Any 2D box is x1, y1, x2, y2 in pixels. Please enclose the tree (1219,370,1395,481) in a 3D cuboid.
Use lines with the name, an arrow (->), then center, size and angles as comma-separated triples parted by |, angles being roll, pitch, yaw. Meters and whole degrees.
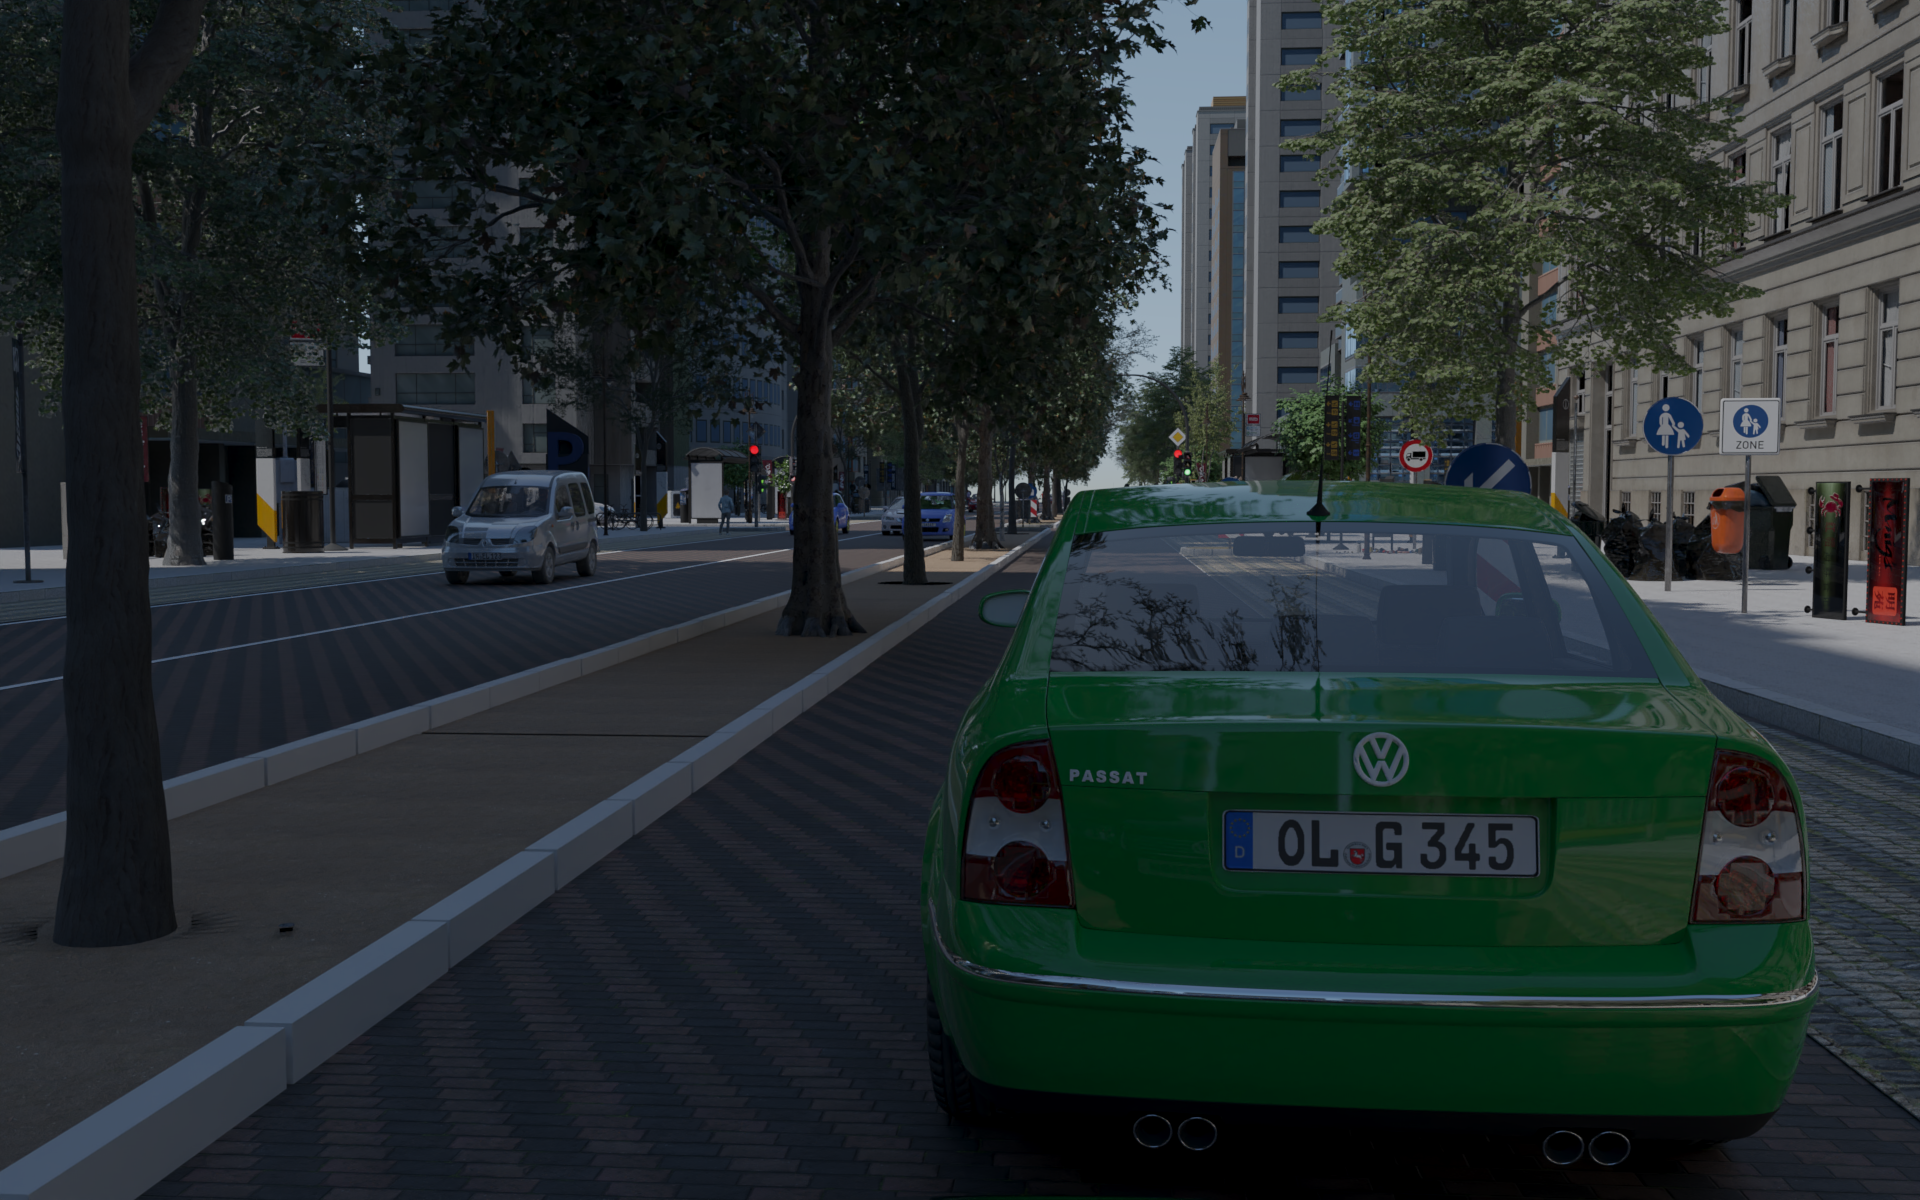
tree -> 9.886, -3.809, 45.999 | 4.285, 4.588, 4.351 | 0, 3, 0

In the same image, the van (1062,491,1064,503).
van -> 12.659, -13.194, 222.724 | 2.013, 2.044, 4.112 | 0, 4, 3

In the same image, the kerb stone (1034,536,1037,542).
kerb stone -> 2.058, -1.678, 49.639 | 0.120, 0.150, 1.000 | 0, 4, 5

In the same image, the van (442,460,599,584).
van -> -7.287, -1.339, 28.912 | 2.013, 2.044, 4.112 | 0, 4, 3

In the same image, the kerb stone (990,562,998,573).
kerb stone -> 0.552, -0.552, 31.257 | 0.120, 0.150, 1.000 | 0, 4, 5

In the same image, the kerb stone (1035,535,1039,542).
kerb stone -> 2.152, -1.741, 50.661 | 0.120, 0.150, 1.000 | 0, 4, 5

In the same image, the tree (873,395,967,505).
tree -> -4.518, -13.951, 146.220 | 7.486, 12.596, 7.792 | 0, 3, 0

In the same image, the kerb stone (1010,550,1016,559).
kerb stone -> 1.061, -0.925, 37.389 | 0.120, 0.150, 1.000 | 0, 4, 5

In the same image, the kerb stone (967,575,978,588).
kerb stone -> 0.133, -0.242, 26.148 | 0.120, 0.150, 1.000 | 0, 4, 5

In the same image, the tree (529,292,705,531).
tree -> -11.034, -7.628, 59.135 | 8.767, 10.594, 7.601 | 1, 4, 16

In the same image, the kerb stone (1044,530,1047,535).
kerb stone -> 2.744, -2.173, 57.826 | 0.120, 0.150, 1.000 | 0, 4, 5

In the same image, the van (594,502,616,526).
van -> -16.153, -3.905, 70.854 | 4.112, 2.044, 2.013 | 0, 4, 5

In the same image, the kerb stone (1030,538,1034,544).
kerb stone -> 1.893, -1.554, 47.597 | 0.120, 0.150, 1.000 | 0, 4, 5

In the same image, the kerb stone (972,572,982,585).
kerb stone -> 0.217, -0.304, 27.170 | 0.120, 0.150, 1.000 | 0, 4, 5

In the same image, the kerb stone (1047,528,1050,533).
kerb stone -> 2.992, -2.366, 60.884 | 0.120, 0.150, 1.000 | 0, 4, 5

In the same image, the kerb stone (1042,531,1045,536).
kerb stone -> 2.565, -2.055, 55.789 | 0.120, 0.150, 1.000 | 0, 4, 5

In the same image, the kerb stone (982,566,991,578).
kerb stone -> 0.390, -0.429, 29.211 | 0.120, 0.150, 1.000 | 0, 4, 5

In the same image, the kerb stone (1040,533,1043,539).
kerb stone -> 2.404, -1.929, 53.735 | 0.120, 0.150, 1.000 | 0, 4, 5

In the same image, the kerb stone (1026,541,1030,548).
kerb stone -> 1.657, -1.367, 44.539 | 0.120, 0.150, 1.000 | 0, 4, 5

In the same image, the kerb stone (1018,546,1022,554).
kerb stone -> 1.303, -1.115, 40.462 | 0.120, 0.150, 1.000 | 0, 4, 5

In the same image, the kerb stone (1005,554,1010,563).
kerb stone -> 0.885, -0.802, 35.339 | 0.120, 0.150, 1.000 | 0, 4, 5

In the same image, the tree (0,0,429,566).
tree -> -14.003, -7.599, 30.891 | 9.857, 13.997, 8.962 | 0, 3, 0

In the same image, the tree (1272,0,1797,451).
tree -> 8.727, -6.648, 26.830 | 7.486, 12.596, 7.792 | 0, 3, 0

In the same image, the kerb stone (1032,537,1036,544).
kerb stone -> 1.979, -1.614, 48.620 | 0.120, 0.150, 1.000 | 0, 4, 5

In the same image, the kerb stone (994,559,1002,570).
kerb stone -> 0.638, -0.616, 32.275 | 0.120, 0.150, 1.000 | 0, 4, 5

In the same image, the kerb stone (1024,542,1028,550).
kerb stone -> 1.562, -1.299, 43.521 | 0.120, 0.150, 1.000 | 0, 4, 5

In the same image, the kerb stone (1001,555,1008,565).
kerb stone -> 0.806, -0.741, 34.320 | 0.120, 0.150, 1.000 | 0, 4, 5

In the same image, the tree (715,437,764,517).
tree -> -12.724, -7.074, 99.380 | 4.285, 4.588, 4.351 | 0, 3, 0

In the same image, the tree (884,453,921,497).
tree -> -4.751, -9.504, 139.110 | 4.285, 4.588, 4.351 | 0, 3, 0

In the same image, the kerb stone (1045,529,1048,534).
kerb stone -> 2.820, -2.232, 58.846 | 0.120, 0.150, 1.000 | 0, 4, 5

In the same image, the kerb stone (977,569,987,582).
kerb stone -> 0.298, -0.367, 28.192 | 0.120, 0.150, 1.000 | 0, 4, 5

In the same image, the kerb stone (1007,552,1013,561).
kerb stone -> 0.975, -0.861, 36.367 | 0.120, 0.150, 1.000 | 0, 4, 5

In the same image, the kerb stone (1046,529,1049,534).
kerb stone -> 2.909, -2.304, 59.864 | 0.120, 0.150, 1.000 | 0, 4, 5

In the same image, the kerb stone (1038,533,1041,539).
kerb stone -> 2.326, -1.866, 52.711 | 0.120, 0.150, 1.000 | 0, 4, 5

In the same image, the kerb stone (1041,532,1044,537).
kerb stone -> 2.489, -1.986, 54.764 | 0.120, 0.150, 1.000 | 0, 4, 5

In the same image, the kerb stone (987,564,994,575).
kerb stone -> 0.464, -0.492, 30.238 | 0.120, 0.150, 1.000 | 0, 4, 5

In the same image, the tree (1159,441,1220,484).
tree -> 14.525, -7.757, 110.541 | 4.285, 4.588, 4.351 | 0, 3, 0

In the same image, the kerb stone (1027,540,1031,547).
kerb stone -> 1.731, -1.429, 45.558 | 0.120, 0.150, 1.000 | 0, 4, 5

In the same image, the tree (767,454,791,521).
tree -> -8.377, -5.468, 84.008 | 1.663, 3.219, 1.824 | 0, 3, 0

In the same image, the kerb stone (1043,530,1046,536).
kerb stone -> 2.660, -2.117, 56.807 | 0.120, 0.150, 1.000 | 0, 4, 5

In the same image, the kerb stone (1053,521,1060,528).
kerb stone -> 4.305, -3.339, 76.789 | 0.120, 0.150, 1.000 | 0, 4, 5

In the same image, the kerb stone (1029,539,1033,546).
kerb stone -> 1.811, -1.486, 46.578 | 0.120, 0.150, 1.000 | 0, 4, 5

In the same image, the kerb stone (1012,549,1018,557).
kerb stone -> 1.143, -0.987, 38.418 | 0.120, 0.150, 1.000 | 0, 4, 5

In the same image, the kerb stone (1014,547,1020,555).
kerb stone -> 1.223, -1.051, 39.439 | 0.120, 0.150, 1.000 | 0, 4, 5

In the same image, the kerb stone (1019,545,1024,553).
kerb stone -> 1.394, -1.178, 41.483 | 0.120, 0.150, 1.000 | 0, 4, 5

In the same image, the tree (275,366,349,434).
tree -> -34.010, -8.551, 90.166 | 4.737, 8.622, 4.395 | 0, 3, 0

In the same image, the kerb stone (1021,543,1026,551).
kerb stone -> 1.478, -1.239, 42.502 | 0.120, 0.150, 1.000 | 0, 4, 5

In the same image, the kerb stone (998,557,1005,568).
kerb stone -> 0.728, -0.679, 33.295 | 0.120, 0.150, 1.000 | 0, 4, 5

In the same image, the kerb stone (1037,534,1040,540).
kerb stone -> 2.232, -1.803, 51.681 | 0.120, 0.150, 1.000 | 0, 4, 5
